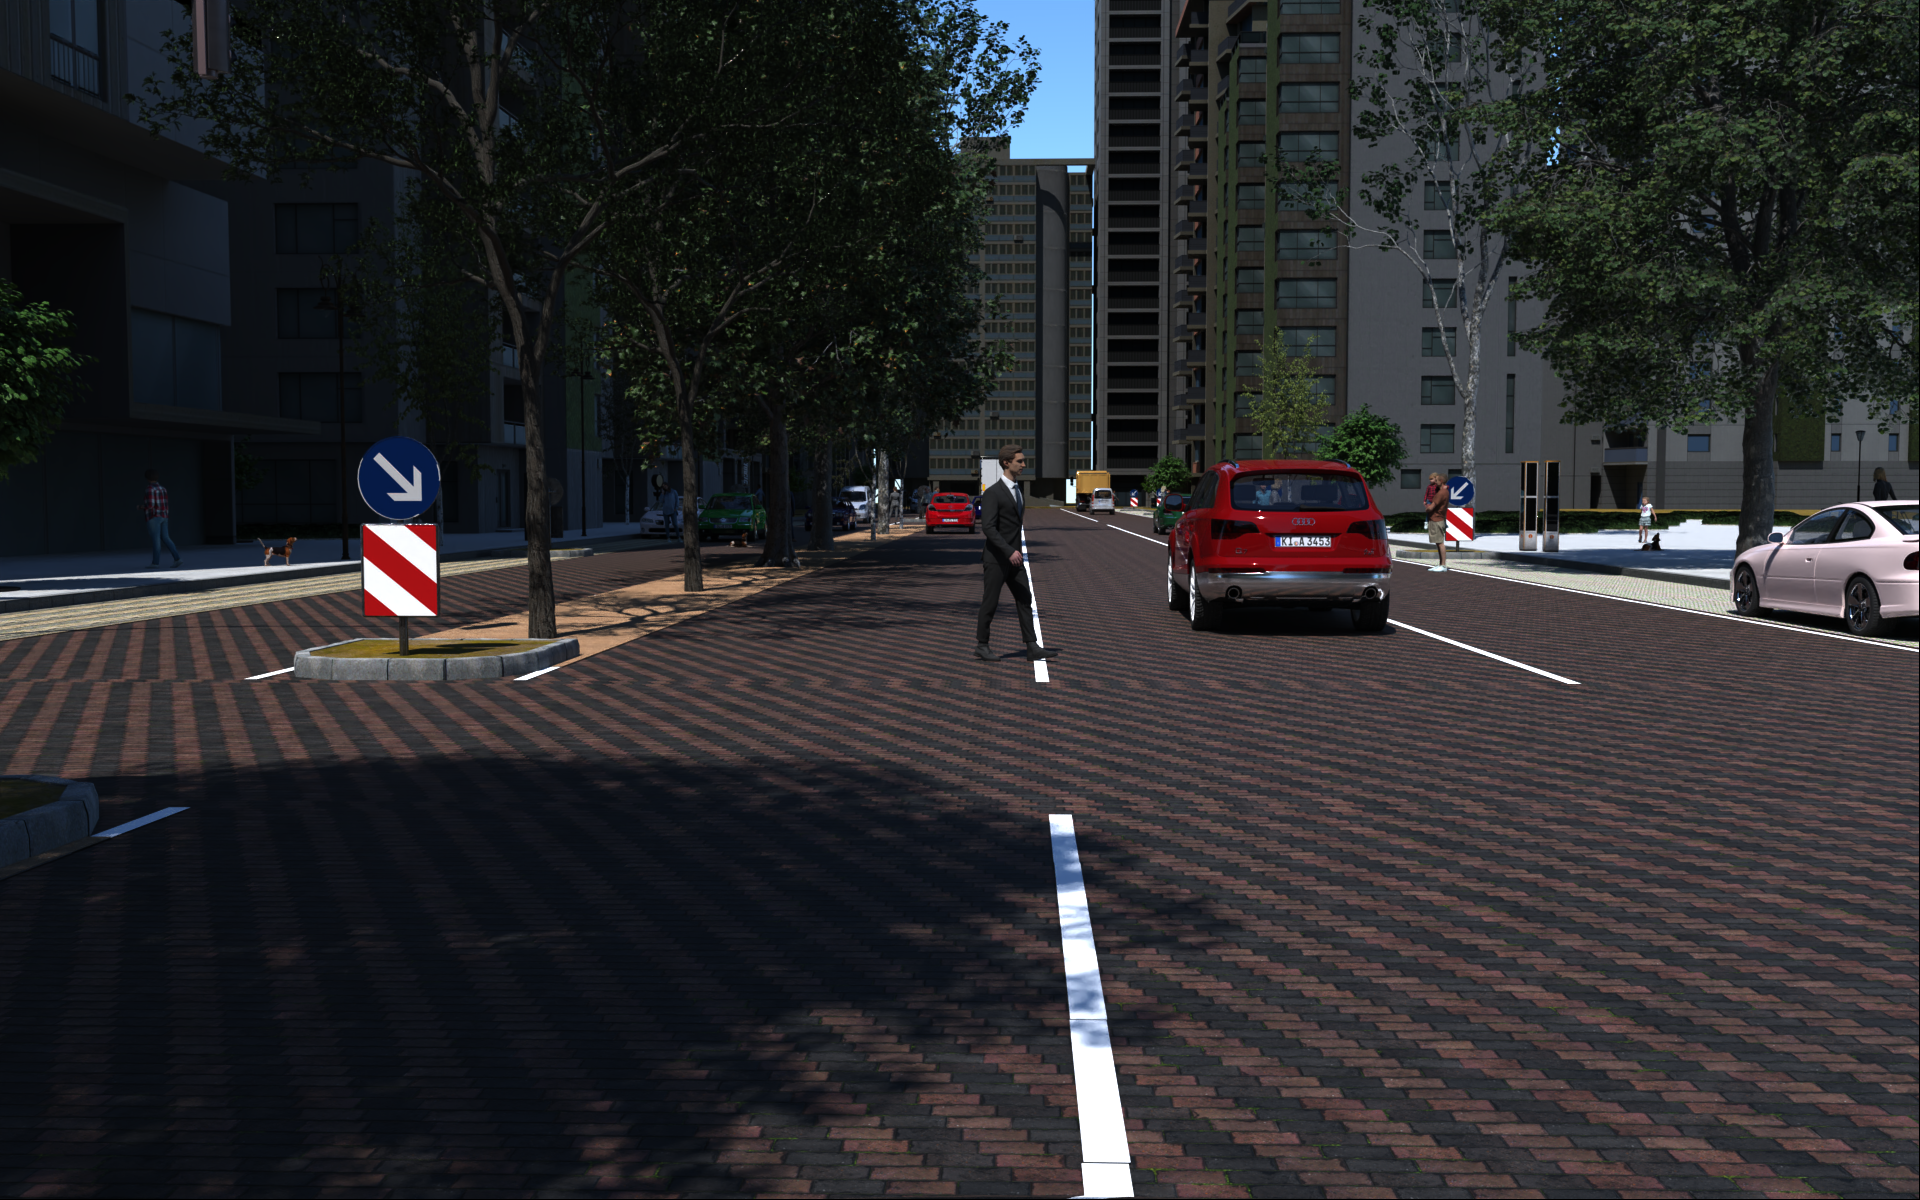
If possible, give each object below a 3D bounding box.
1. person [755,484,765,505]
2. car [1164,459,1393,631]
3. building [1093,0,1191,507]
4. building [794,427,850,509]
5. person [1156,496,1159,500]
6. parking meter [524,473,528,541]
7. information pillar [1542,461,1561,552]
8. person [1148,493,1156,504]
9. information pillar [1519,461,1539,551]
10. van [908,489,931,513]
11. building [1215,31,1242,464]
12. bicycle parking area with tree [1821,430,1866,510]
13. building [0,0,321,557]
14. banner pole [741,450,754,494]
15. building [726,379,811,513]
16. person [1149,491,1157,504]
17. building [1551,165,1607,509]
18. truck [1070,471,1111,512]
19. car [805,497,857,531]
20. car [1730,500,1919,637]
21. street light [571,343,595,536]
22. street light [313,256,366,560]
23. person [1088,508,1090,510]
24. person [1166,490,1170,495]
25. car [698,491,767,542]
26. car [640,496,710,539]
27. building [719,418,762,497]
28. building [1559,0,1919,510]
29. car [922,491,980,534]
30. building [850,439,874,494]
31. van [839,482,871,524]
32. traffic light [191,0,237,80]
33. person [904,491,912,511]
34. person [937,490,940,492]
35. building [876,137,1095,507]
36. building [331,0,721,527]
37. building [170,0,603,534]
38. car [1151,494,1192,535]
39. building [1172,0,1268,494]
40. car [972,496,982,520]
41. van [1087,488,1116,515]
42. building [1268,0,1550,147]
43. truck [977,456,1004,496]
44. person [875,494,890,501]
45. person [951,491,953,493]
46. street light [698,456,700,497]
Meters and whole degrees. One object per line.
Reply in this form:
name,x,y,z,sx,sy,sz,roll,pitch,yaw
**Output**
person,-11.119,-5.486,95.721,0.705,1.826,1.348,2,4,29
car,3.513,-0.674,19.696,2.281,1.827,5.304,0,4,3
building,24.792,-45.552,183.026,20.611,71.187,20.563,0,4,2
building,-26.369,-51.363,152.461,31.000,86.520,22.319,0,4,2
person,16.351,-8.092,141.570,0.599,1.433,0.991,-3,5,-39
parking meter,-11.896,-2.575,47.819,0.255,1.863,0.399,-1,4,-11
information pillar,13.063,-2.065,38.255,0.304,2.012,0.304,1,4,9
person,18.530,-9.711,165.543,1.217,1.735,0.721,1,4,18
information pillar,12.813,-2.112,39.021,0.304,2.012,0.304,0,4,-2
van,-2.907,-7.674,132.476,2.013,2.044,4.112,0,4,1
building,24.098,-20.812,111.980,14.160,30.474,14.107,0,4,2
bicycle parking area with tree,43.077,-5.534,77.490,8.231,4.147,9.016,2,4,28
building,-29.995,-26.913,29.267,28.713,52.752,27.495,0,4,2
banner pole,-10.304,-5.775,84.443,0.863,3.779,0.401,-2,4,-34
building,-22.720,-28.753,124.742,22.147,44.769,28.867,0,4,2
person,17.335,-9.072,155.163,0.721,1.735,1.217,-3,5,-39
building,48.386,-23.434,154.840,14.107,30.474,14.160,0,4,2
truck,10.879,-8.968,142.545,3.469,3.379,9.791,0,4,3
car,-5.101,-3.417,68.453,1.945,1.354,3.894,0,4,3
car,9.954,-0.381,18.593,2.083,1.381,4.827,0,4,2
street light,-11.434,-4.875,52.501,0.468,5.910,1.993,0,4,2
street light,-12.042,-3.730,33.775,0.468,5.910,1.993,0,4,2
person,11.718,-8.968,155.653,0.617,1.759,0.750,0,4,-6
person,18.153,-8.785,150.482,0.445,1.727,0.742,-2,4,-24
car,-7.036,-2.744,53.654,1.959,1.807,4.718,0,3,0
car,-9.202,-2.714,56.743,2.083,1.381,4.827,0,4,2
building,-22.395,-40.426,99.219,20.563,71.187,20.611,0,4,2
building,69.443,-37.219,150.523,28.212,58.520,21.231,0,4,2
car,-0.331,-3.336,63.589,2.155,1.783,4.494,0,4,0
building,-23.567,-39.361,185.558,28.212,58.520,21.231,0,4,2
van,-5.211,-4.794,85.387,2.013,2.044,4.112,0,4,3
traffic light,-8.565,-2.446,14.653,4.771,5.953,1.251,0,4,2
person,-4.366,-8.452,147.410,1.217,1.735,0.721,1,4,21
person,-1.109,-5.107,92.789,0.721,1.735,1.217,1,4,21
building,2.711,-30.529,191.033,23.993,40.220,32.217,0,4,2
building,-19.455,-24.296,80.833,14.154,41.232,14.086,0,4,2
building,-20.833,-22.904,58.070,14.154,41.232,14.086,0,4,2
car,7.946,-3.079,62.147,2.131,1.459,4.920,0,4,3
building,29.750,-30.120,147.088,22.147,44.769,28.867,0,4,2
car,1.260,-4.412,84.714,1.945,1.354,3.894,0,3,0
van,9.853,-6.920,120.156,2.013,2.044,4.112,0,4,3
building,23.846,-19.898,97.036,14.160,30.474,14.107,0,4,2
truck,2.750,-8.802,132.833,2.839,4.237,11.283,0,4,1
person,-5.910,-7.399,129.549,1.350,1.814,0.705,0,4,-2
person,-0.784,-9.441,163.679,1.217,1.723,0.721,-1,4,-14
street light,-10.798,-6.040,71.545,0.468,5.910,1.993,0,4,2
